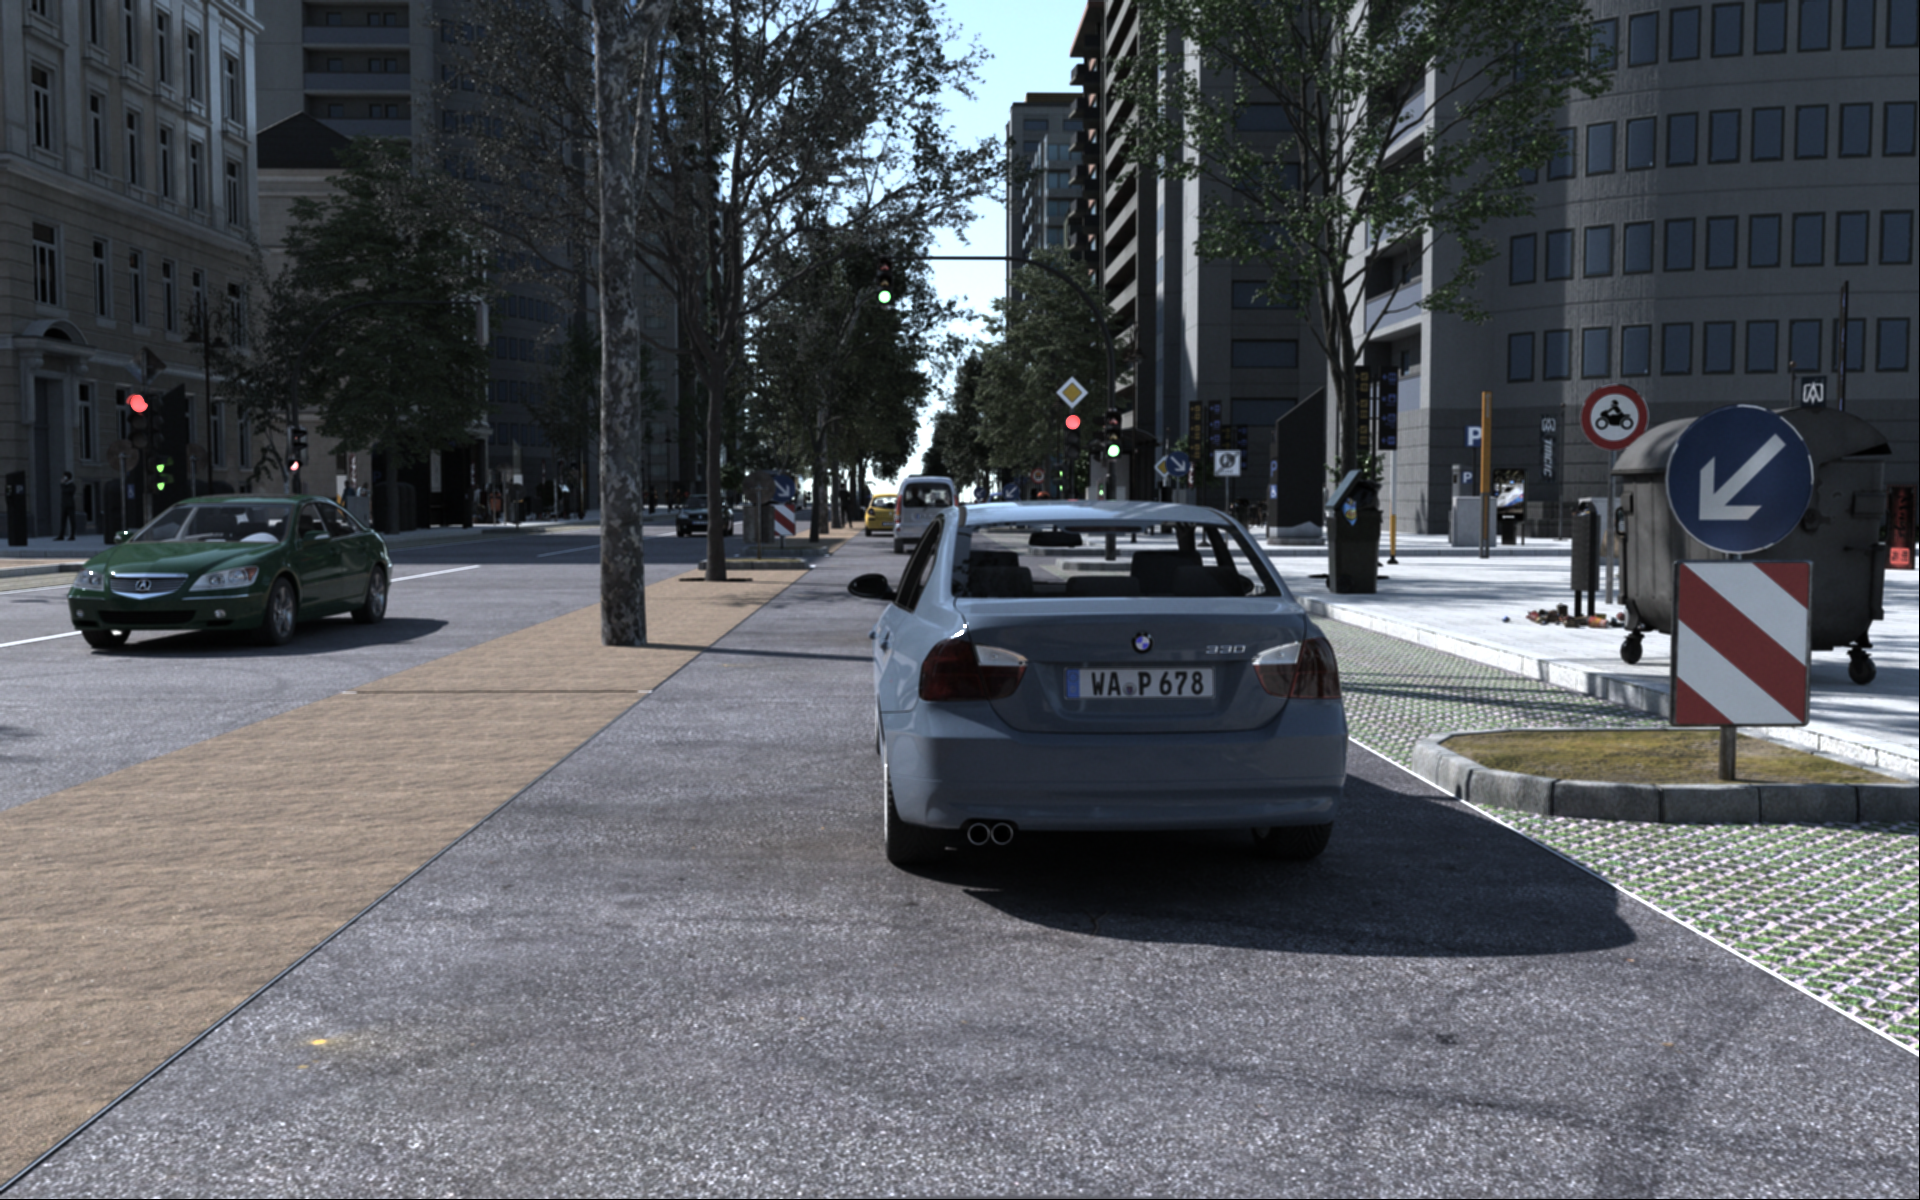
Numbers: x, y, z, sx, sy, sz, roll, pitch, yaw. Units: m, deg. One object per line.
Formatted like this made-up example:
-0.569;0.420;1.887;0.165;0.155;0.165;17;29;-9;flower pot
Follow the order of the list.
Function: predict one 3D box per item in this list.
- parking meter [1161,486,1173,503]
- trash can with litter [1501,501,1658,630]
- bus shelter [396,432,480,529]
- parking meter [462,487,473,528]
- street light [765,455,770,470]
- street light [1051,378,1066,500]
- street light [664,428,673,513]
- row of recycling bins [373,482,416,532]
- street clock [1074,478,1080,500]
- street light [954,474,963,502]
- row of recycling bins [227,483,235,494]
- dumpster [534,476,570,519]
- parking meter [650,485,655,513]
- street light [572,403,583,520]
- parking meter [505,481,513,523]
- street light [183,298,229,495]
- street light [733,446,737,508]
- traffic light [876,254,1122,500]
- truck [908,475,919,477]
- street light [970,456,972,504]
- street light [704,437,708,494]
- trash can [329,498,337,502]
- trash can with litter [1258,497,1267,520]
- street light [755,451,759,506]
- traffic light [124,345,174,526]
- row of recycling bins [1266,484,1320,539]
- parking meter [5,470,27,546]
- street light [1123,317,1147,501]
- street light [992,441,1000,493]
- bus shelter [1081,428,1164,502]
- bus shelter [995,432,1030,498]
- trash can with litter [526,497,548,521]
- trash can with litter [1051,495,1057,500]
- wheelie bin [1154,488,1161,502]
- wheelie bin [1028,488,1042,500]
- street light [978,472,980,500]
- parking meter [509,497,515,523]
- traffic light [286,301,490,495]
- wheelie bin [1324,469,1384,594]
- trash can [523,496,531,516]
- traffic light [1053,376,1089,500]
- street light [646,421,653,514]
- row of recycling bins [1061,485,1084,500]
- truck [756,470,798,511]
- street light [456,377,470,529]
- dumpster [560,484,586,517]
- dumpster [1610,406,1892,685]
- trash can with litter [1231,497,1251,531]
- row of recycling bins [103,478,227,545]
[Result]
6.729;-2.934;56.380;0.372;1.533;0.369;0;3;0;parking meter
6.272;-0.384;17.342;1.678;1.210;2.233;0;4;6;trash can with litter
-20.009;-4.594;66.388;1.731;3.624;6.357;0;4;-2;bus shelter
-18.922;-3.554;66.524;0.372;1.533;0.369;0;3;0;parking meter
-22.302;-13.935;200.632;0.468;5.910;1.993;0;4;-2;street light
3.932;-5.896;69.191;0.468;5.910;1.993;0;4;-2;street light
-19.873;-8.888;118.102;0.468;5.910;1.993;0;4;-2;street light
-19.562;-3.241;60.095;1.069;1.692;3.534;0;4;-6;row of recycling bins
4.452;-3.791;66.546;0.358;2.002;0.471;0;4;5;street clock
-0.141;-14.274;206.162;0.468;5.910;1.993;0;4;-2;street light
-24.323;-3.013;56.377;1.069;1.692;3.534;-2;4;-34;row of recycling bins
-21.323;-5.380;90.450;1.502;2.255;1.985;0;4;-2;dumpster
-20.628;-6.749;116.053;0.255;1.863;0.399;0;4;8;parking meter
-19.003;-6.958;86.558;0.468;5.910;1.993;0;4;-2;street light
-20.185;-4.405;77.733;0.399;1.863;0.255;3;4;37;parking meter
-17.760;-4.168;40.942;0.468;5.910;1.993;0;4;-2;street light
-21.304;-11.717;164.368;0.468;5.910;1.993;0;4;-2;street light
0.790;-3.575;33.122;4.771;5.953;1.251;0;4;-2;traffic light
-6.340;-16.224;254.173;2.839;4.237;11.283;0;4;-3;truck
1.069;-11.997;168.945;0.468;5.910;1.993;0;4;-2;street light
-20.599;-10.283;140.907;0.468;5.910;1.993;0;4;-2;street light
-25.591;-3.578;70.158;0.748;1.137;0.748;0;3;0;trash can
14.144;-4.305;81.776;1.055;1.170;0.624;2;4;31;trash can with litter
-22.039;-13.142;187.667;0.468;5.910;1.993;0;4;-2;street light
-15.375;-2.682;32.779;0.839;4.253;0.868;0;4;-2;traffic light
9.463;-2.578;49.267;1.069;1.692;3.534;2;4;25;row of recycling bins
-23.245;-2.260;42.658;0.255;1.863;0.399;2;4;27;parking meter
4.582;-4.446;45.488;0.468;5.910;1.993;0;4;-2;street light
2.360;-9.201;123.220;0.468;5.910;1.993;0;4;-2;street light
5.170;-3.790;55.895;2.014;3.302;5.546;0;4;-2;bus shelter
3.270;-8.100;110.070;2.179;5.291;8.768;0;4;-2;bus shelter
-20.708;-4.416;83.265;2.233;1.210;1.678;-1;4;-15;trash can with litter
4.877;-5.465;100.409;1.678;1.210;2.233;0;4;8;trash can with litter
10.327;-5.013;89.874;0.693;1.594;0.980;-2;4;-30;wheelie bin
4.358;-5.484;97.568;0.980;1.594;0.693;-2;4;-25;wheelie bin
1.618;-10.596;146.025;0.468;5.910;1.993;0;4;-2;street light
-19.707;-4.160;76.422;0.372;1.533;0.369;0;3;0;parking meter
-13.519;-4.048;40.856;4.771;5.953;1.251;0;4;-2;traffic light
5.123;-0.893;22.514;0.693;1.594;0.980;0;3;0;wheelie bin
-25.943;-5.615;103.461;0.748;1.137;0.748;0;3;0;trash can
2.646;-3.204;41.306;0.839;4.253;0.868;0;4;-2;traffic light
-19.670;-8.371;109.657;0.468;5.910;1.993;0;4;-2;street light
5.529;-4.717;84.231;1.069;1.692;3.534;1;4;10;row of recycling bins
-14.712;-8.772;139.350;3.469;3.379;9.791;0;3;0;truck
-18.274;-5.564;63.753;0.468;5.910;1.993;0;4;-2;street light
-21.681;-5.566;96.757;1.264;1.857;1.865;0;4;-2;dumpster
5.599;-0.403;12.348;1.264;1.857;1.865;0;4;-1;dumpster
9.801;-2.994;60.346;0.624;1.170;1.055;1;4;15;trash can with litter
-21.047;-2.356;45.641;1.069;1.692;3.534;1;4;15;row of recycling bins
